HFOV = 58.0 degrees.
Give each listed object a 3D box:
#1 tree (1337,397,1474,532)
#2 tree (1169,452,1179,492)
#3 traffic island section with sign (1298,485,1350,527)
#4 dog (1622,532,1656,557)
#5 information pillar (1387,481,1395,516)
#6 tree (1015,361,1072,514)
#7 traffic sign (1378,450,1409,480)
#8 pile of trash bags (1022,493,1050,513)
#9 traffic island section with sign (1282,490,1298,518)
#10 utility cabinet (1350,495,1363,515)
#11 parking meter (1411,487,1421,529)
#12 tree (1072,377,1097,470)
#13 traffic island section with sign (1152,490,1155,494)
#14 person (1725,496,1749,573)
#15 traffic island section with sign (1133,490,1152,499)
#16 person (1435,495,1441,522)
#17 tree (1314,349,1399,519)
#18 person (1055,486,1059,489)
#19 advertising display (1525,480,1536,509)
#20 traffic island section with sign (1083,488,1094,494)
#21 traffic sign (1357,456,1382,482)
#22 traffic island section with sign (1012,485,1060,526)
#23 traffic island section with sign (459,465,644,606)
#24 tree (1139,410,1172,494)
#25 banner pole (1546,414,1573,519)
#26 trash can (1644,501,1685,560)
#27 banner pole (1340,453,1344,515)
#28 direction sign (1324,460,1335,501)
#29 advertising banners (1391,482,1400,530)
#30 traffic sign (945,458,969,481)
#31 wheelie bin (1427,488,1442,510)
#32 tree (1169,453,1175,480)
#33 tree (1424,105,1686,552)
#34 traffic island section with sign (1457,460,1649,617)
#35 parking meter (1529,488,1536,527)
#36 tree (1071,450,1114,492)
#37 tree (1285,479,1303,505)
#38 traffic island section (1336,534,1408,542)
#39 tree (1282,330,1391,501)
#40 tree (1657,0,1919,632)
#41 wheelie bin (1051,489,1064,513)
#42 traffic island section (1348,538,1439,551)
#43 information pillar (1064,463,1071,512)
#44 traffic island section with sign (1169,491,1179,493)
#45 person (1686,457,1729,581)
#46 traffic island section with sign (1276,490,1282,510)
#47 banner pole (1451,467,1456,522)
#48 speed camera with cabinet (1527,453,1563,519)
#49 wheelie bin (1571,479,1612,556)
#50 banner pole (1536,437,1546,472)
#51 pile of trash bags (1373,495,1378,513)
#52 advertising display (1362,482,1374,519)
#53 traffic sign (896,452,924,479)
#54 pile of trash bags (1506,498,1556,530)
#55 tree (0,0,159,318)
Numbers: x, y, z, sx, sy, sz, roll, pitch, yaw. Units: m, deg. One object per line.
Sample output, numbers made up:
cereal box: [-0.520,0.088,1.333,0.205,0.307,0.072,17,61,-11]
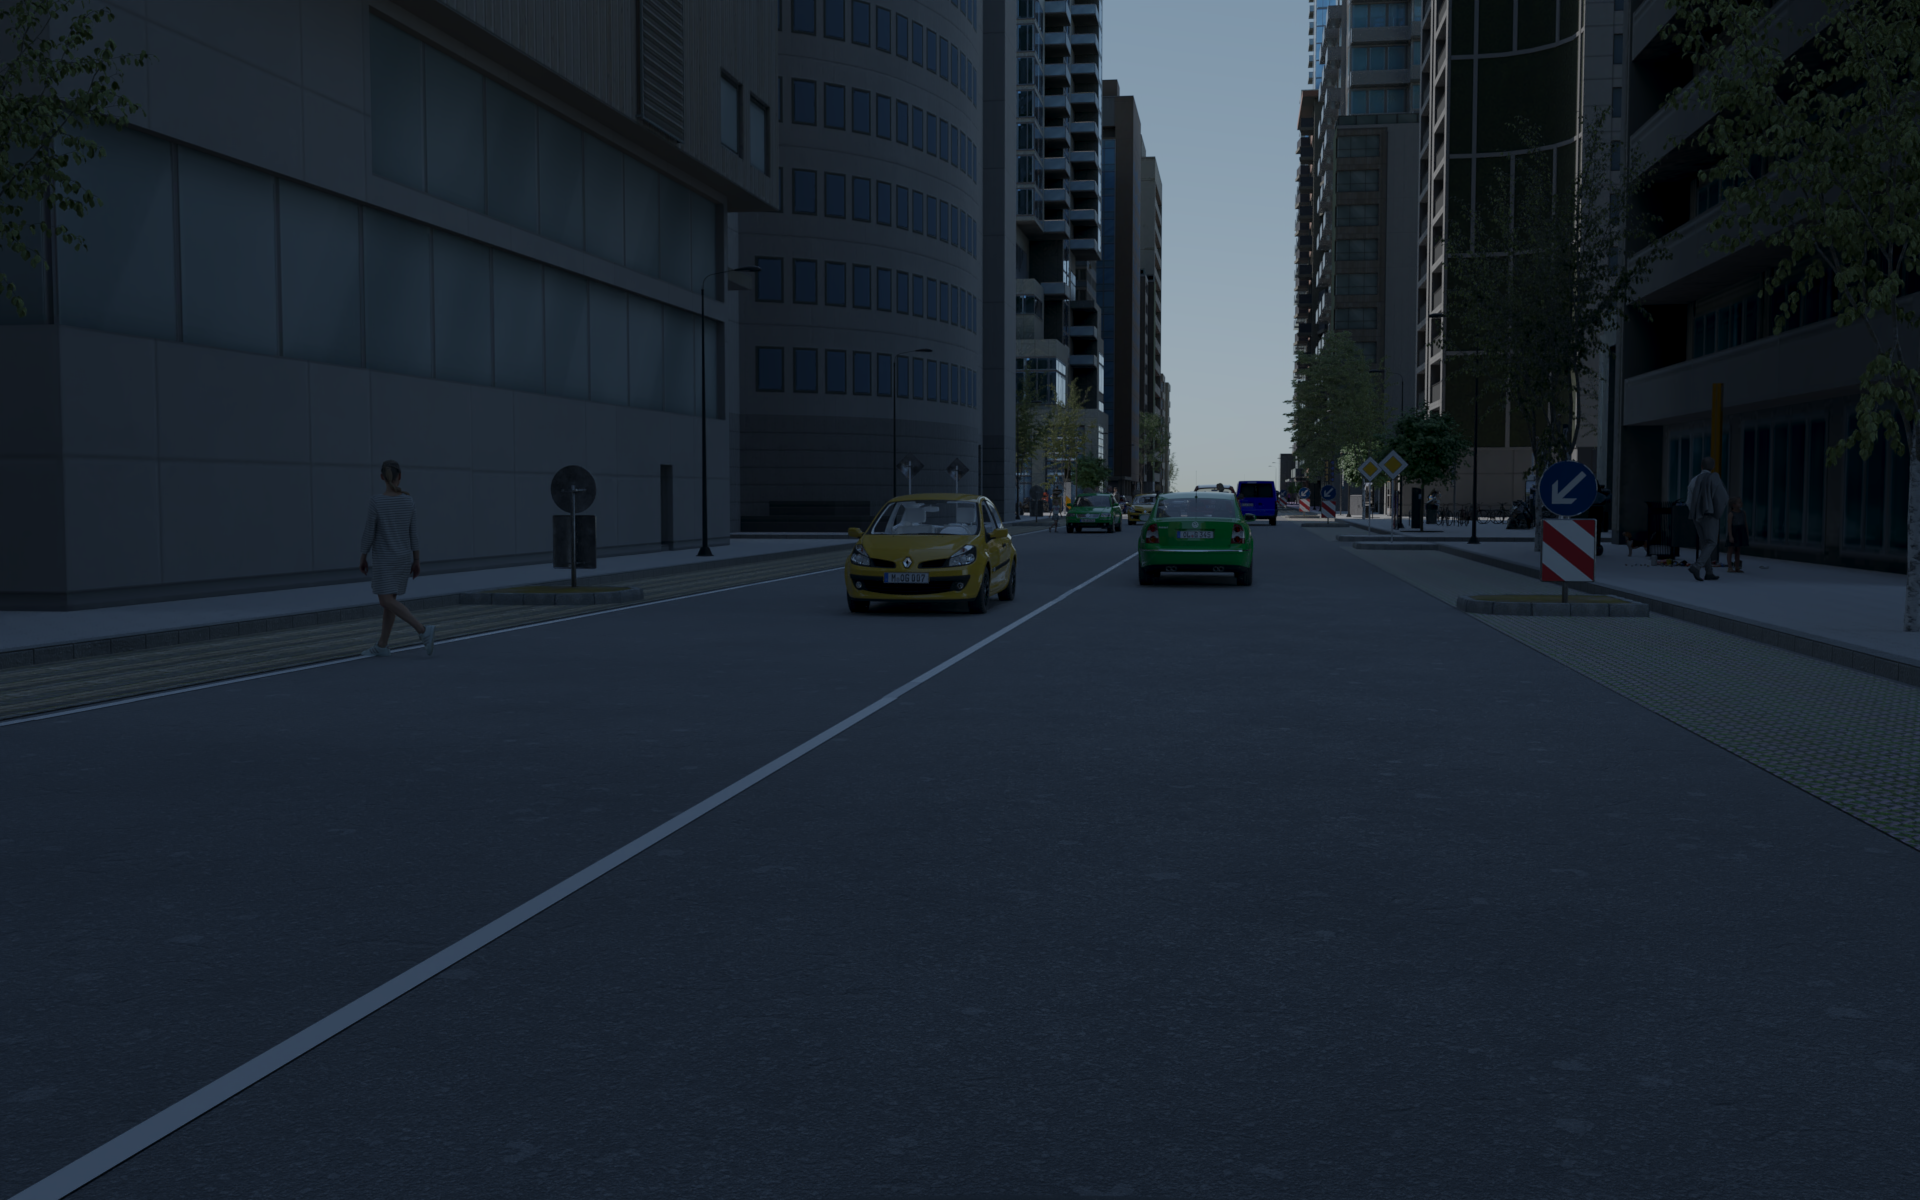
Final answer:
tree: [15.669,-4.570,58.426,4.285,4.588,4.351,0,3,0]
tree: [34.680,-20.623,287.550,4.360,8.622,3.978,0,3,0]
traffic island section with sign: [15.827,-4.066,75.102,1.989,1.847,2.006,1,4,9]
dog: [13.922,-1.144,35.536,0.540,0.507,0.406,-2,4,-25]
information pillar: [24.804,-5.826,99.744,0.304,2.012,0.304,-1,4,-18]
tree: [3.269,-8.919,96.181,4.737,8.622,4.395,0,3,0]
traffic sign: [11.346,-2.640,45.347,0.795,2.593,0.064,1,4,9]
pile of trash bags: [5.385,-6.707,119.416,1.912,1.369,3.447,1,4,21]
traffic island section with sign: [20.201,-5.727,102.264,1.989,1.847,2.006,1,4,9]
utility cabinet: [24.091,-5.737,104.966,0.306,1.237,1.020,-3,5,-42]
parking meter: [16.993,-3.428,64.466,0.372,1.533,0.369,0,3,0]
tree: [6.678,-9.774,110.166,4.737,8.622,4.395,0,3,0]
traffic island section with sign: [20.061,-10.529,180.770,1.989,1.847,2.006,1,4,9]
person: [12.660,-1.068,28.177,0.362,1.253,0.373,-1,4,-10]
traffic island section with sign: [15.770,-8.901,154.157,1.989,1.847,2.006,1,4,9]
person: [21.714,-4.159,78.734,0.332,1.250,0.352,-1,4,-16]
tree: [20.200,-8.365,87.127,4.737,8.622,4.395,0,3,0]
person: [7.256,-7.572,129.204,0.474,1.900,0.648,1,4,23]
advertising display: [27.070,-4.664,81.466,0.974,1.923,0.123,0,4,8]
traffic island section with sign: [7.789,-5.869,104.593,1.989,1.847,2.006,1,4,9]
traffic sign: [12.615,-3.122,53.231,0.795,2.593,0.064,1,4,9]
traffic island section with sign: [3.448,-4.218,77.596,1.989,1.847,2.006,1,4,9]
traffic island section with sign: [-5.331,-0.885,23.092,1.989,1.847,2.006,1,4,9]
tree: [21.368,-17.022,204.065,9.928,11.665,9.643,0,3,0]
banner pole: [18.945,-3.938,54.408,0.863,3.779,0.401,-2,4,-33]
trash can: [13.775,-1.361,33.906,0.748,1.137,0.748,0,3,0]
banner pole: [22.912,-6.961,103.833,0.401,3.779,0.863,0,4,-4]
direction sign: [24.302,-7.460,113.970,0.379,3.537,0.876,-2,4,-32]
advertising banners: [15.793,-4.080,62.901,0.090,3.025,2.074,0,4,6]
traffic sign: [-0.112,-3.248,55.293,0.795,2.593,0.064,1,4,9]
wheelie bin: [24.762,-5.048,90.438,0.693,1.594,0.980,1,4,20]
tree: [33.037,-20.202,280.671,4.737,8.622,4.395,0,3,0]
tree: [11.188,-5.020,32.446,4.360,8.622,3.978,0,3,0]
traffic island section with sign: [7.139,-0.762,21.083,1.989,1.847,2.006,1,4,9]
parking meter: [22.225,-3.583,66.997,0.372,1.533,0.369,0,3,0]
tree: [9.675,-8.861,128.596,4.285,4.588,4.351,0,3,0]
tree: [41.292,-13.481,215.010,1.663,3.219,1.824,0,3,0]
traffic island section: [12.640,-1.898,53.309,2.009,0.180,2.903,1,4,9]
tree: [25.944,-12.332,119.757,7.486,12.596,7.792,0,3,0]
tree: [8.680,-4.015,16.009,4.737,8.622,4.395,0,3,0]
wheelie bin: [6.623,-6.704,117.522,0.980,1.594,0.693,1,4,9]
traffic island section: [11.370,-1.416,45.425,2.009,0.180,2.903,1,4,9]
information pillar: [7.563,-7.965,121.579,0.504,3.616,0.183,0,4,7]
traffic island section with sign: [33.010,-15.448,261.203,1.989,1.847,2.006,1,4,9]
person: [11.059,-1.191,25.618,0.850,1.850,0.679,-2,4,-34]
traffic island section with sign: [28.039,-8.706,150.963,1.989,1.847,2.006,1,4,9]
banner pole: [22.439,-5.427,78.751,0.401,3.779,0.863,0,4,0]
speed camera with cabinet: [28.133,-5.424,83.016,0.660,3.252,2.038,-2,4,-35]
wheelie bin: [12.979,-1.720,36.025,0.693,1.594,0.980,-3,4,-38]
banner pole: [25.363,-5.227,75.483,0.863,3.779,0.401,0,4,3]
pile of trash bags: [29.418,-6.741,119.973,3.447,1.369,1.912,-2,4,-35]
advertising display: [21.368,-5.229,90.712,0.123,1.923,0.974,-1,4,-21]
traffic sign: [-1.382,-2.766,47.409,0.795,2.593,0.064,1,4,9]
pile of trash bags: [21.267,-3.302,63.745,1.912,1.369,3.447,2,4,28]
tree: [-9.402,-3.954,15.015,4.737,8.622,4.395,0,3,0]
